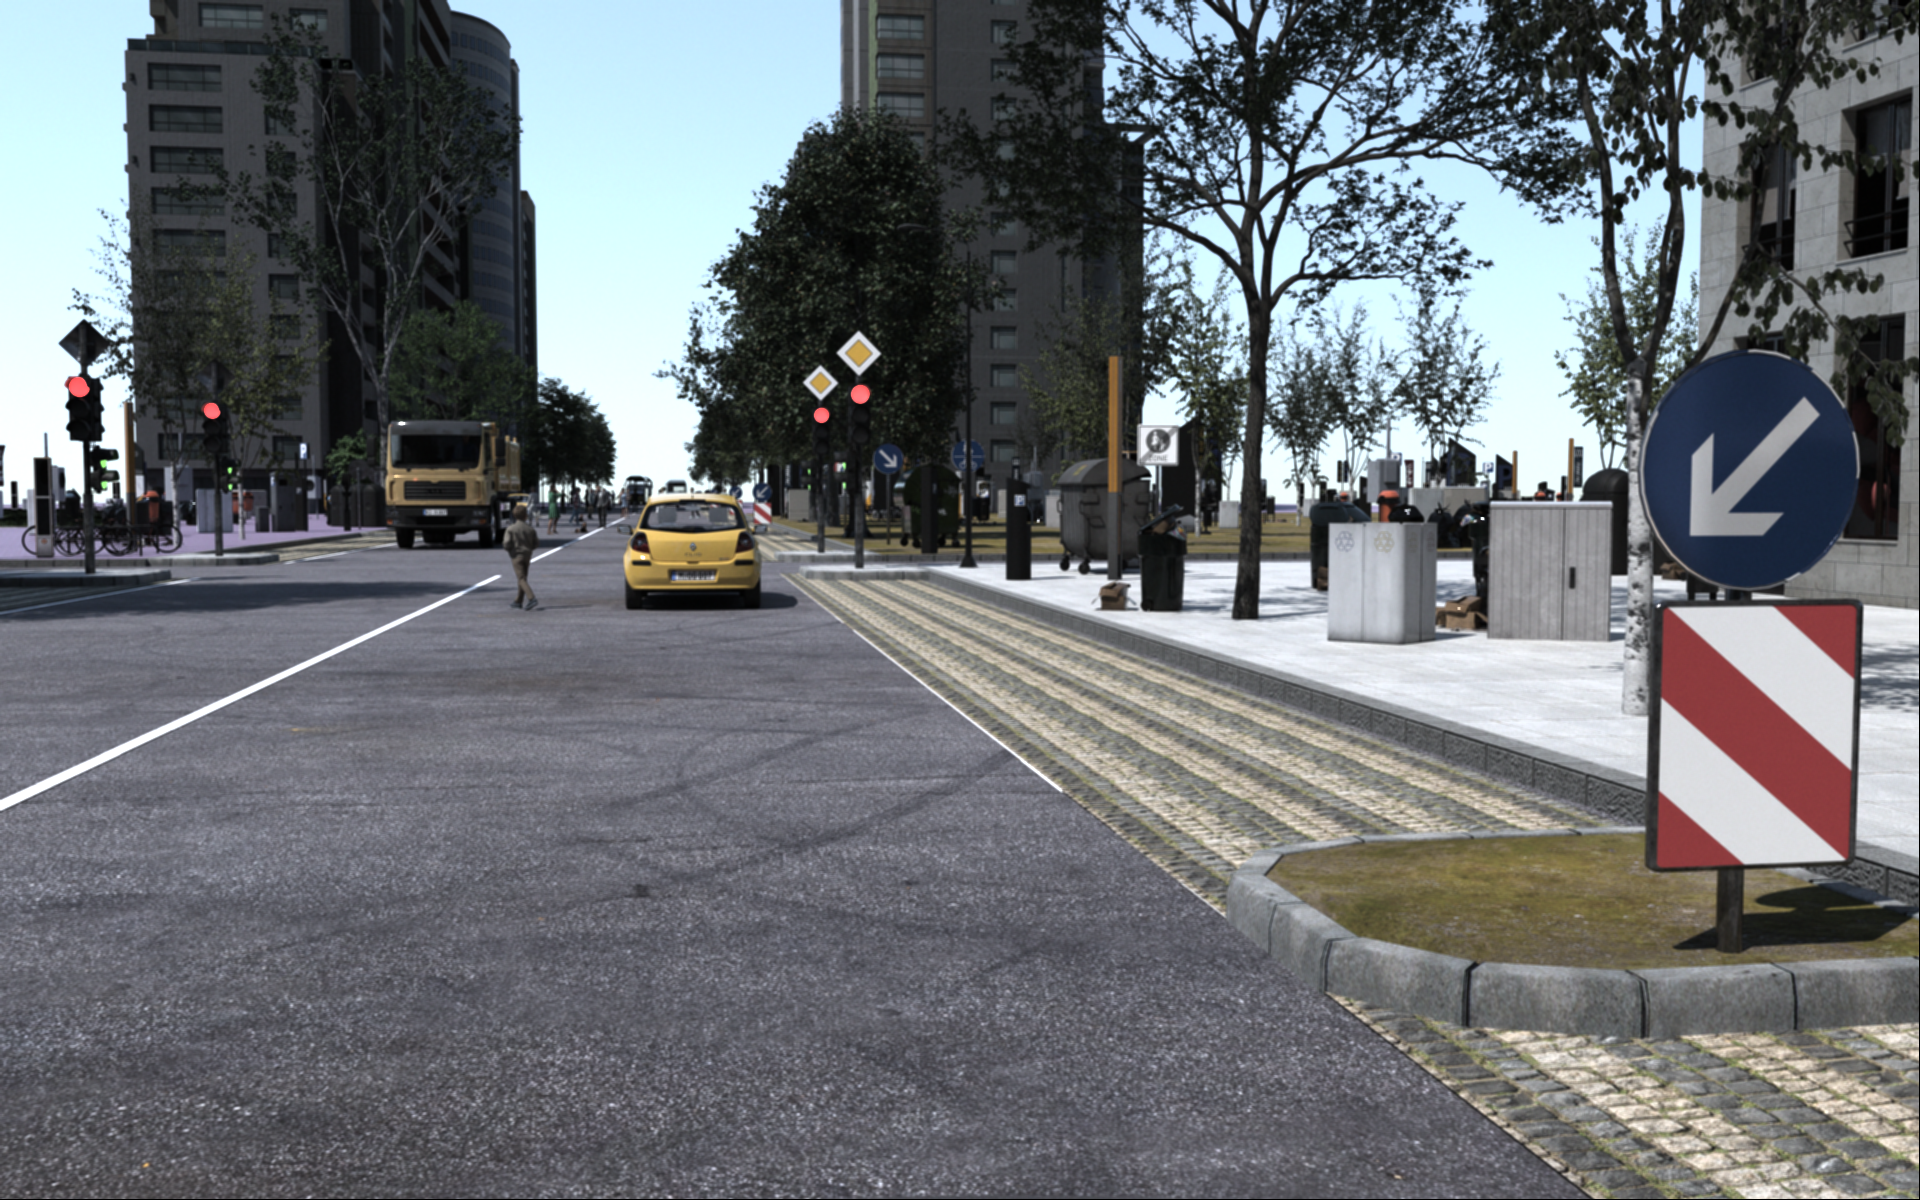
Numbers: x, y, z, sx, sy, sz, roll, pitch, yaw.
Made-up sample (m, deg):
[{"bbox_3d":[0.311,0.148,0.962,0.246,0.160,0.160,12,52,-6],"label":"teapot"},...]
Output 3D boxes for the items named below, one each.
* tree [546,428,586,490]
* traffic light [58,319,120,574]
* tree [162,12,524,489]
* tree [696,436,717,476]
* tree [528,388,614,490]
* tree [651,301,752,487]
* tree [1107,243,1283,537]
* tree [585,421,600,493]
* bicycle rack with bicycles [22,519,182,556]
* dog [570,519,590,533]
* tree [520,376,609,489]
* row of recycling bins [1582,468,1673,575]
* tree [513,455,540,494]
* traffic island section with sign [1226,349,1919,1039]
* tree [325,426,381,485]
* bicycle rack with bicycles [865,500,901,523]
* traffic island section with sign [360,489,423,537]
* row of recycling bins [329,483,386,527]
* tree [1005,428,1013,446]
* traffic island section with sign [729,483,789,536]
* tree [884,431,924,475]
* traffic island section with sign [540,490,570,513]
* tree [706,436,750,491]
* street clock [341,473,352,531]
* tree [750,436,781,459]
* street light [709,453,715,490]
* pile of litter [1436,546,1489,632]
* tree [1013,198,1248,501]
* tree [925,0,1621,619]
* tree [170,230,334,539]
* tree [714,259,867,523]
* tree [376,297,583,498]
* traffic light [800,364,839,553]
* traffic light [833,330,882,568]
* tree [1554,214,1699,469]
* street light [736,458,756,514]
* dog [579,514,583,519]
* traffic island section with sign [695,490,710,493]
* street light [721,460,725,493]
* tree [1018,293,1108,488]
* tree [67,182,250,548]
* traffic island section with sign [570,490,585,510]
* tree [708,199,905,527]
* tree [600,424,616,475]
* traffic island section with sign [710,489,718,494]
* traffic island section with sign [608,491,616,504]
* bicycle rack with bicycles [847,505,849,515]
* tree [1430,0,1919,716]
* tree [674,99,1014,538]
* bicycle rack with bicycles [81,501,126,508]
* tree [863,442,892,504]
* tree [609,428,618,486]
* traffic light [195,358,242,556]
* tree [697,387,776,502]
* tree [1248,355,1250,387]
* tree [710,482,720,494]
[{"bbox_3d":[-40.404,-13.844,176.716,4.360,8.622,3.978,0,3,0],"label":"tree"},{"bbox_3d":[-14.005,-2.379,27.810,0.839,4.253,0.868,-1,4,-9],"label":"traffic light"},{"bbox_3d":[-24.712,-13.102,70.112,12.611,20.169,13.585,0,3,0],"label":"tree"},{"bbox_3d":[-35.847,-20.247,256.789,9.928,11.665,9.643,0,3,0],"label":"tree"},{"bbox_3d":[-46.232,-18.336,206.444,9.857,13.997,8.962,0,3,0],"label":"tree"},{"bbox_3d":[-23.856,-19.315,171.681,12.611,20.169,13.585,0,3,0],"label":"tree"},{"bbox_3d":[7.366,-6.195,51.657,4.737,8.622,4.395,0,3,0],"label":"tree"},{"bbox_3d":[-31.923,-11.891,120.167,9.928,11.665,9.643,0,3,0],"label":"tree"},{"bbox_3d":[-18.196,-1.415,36.516,2.925,0.926,2.852,-1,4,-13],"label":"bicycle rack with bicycles"},{"bbox_3d":[-14.055,-2.680,64.016,0.748,0.427,0.550,-1,4,-13],"label":"dog"},{"bbox_3d":[-38.965,-15.250,167.460,7.486,12.596,7.792,0,3,0],"label":"tree"},{"bbox_3d":[11.763,-1.255,27.634,3.534,1.692,1.069,0,3,0],"label":"row of recycling bins"},{"bbox_3d":[-35.899,-9.662,141.688,4.285,4.588,4.351,0,3,0],"label":"tree"},{"bbox_3d":[1.943,0.191,5.509,1.989,1.847,2.006,-1,4,-9],"label":"traffic island section with sign"},{"bbox_3d":[-28.914,-6.119,83.765,4.285,4.588,4.351,0,3,0],"label":"tree"},{"bbox_3d":[-2.681,-3.948,77.925,2.925,0.926,2.852,-1,4,-21],"label":"bicycle rack with bicycles"},{"bbox_3d":[-19.032,-3.041,58.341,1.989,1.847,2.006,-1,4,-9],"label":"traffic island section with sign"},{"bbox_3d":[-23.622,-3.717,67.889,1.069,1.692,3.534,-3,5,-45],"label":"row of recycling bins"},{"bbox_3d":[5.062,-9.857,111.520,4.360,8.622,3.978,0,3,0],"label":"tree"},{"bbox_3d":[-7.026,-3.160,60.299,1.989,1.847,2.006,-1,4,-9],"label":"traffic island section with sign"},{"bbox_3d":[-3.546,-9.864,111.642,4.737,8.622,4.395,0,3,0],"label":"tree"},{"bbox_3d":[-31.412,-7.660,133.865,1.989,1.847,2.006,-1,4,-9],"label":"traffic island section with sign"},{"bbox_3d":[-20.117,-12.505,154.813,4.360,8.622,3.978,0,3,0],"label":"tree"},{"bbox_3d":[-21.288,-3.399,60.142,0.358,2.002,0.471,0,4,-6],"label":"street clock"},{"bbox_3d":[-11.572,-9.722,109.313,4.737,8.622,4.395,0,3,0],"label":"tree"},{"bbox_3d":[-27.545,-13.682,196.242,1.470,5.913,1.316,-1,4,-9],"label":"street light"},{"bbox_3d":[4.969,-0.176,16.850,1.176,0.858,1.719,2,4,26],"label":"pile of litter"},{"bbox_3d":[3.990,-5.583,41.653,4.360,8.622,3.978,0,3,0],"label":"tree"},{"bbox_3d":[3.277,-5.085,17.559,7.601,10.594,8.767,-1,4,-13],"label":"tree"},{"bbox_3d":[-20.103,-6.007,48.570,4.737,8.622,4.395,0,3,0],"label":"tree"},{"bbox_3d":[-6.957,-9.749,77.525,7.486,12.596,7.792,0,3,0],"label":"tree"},{"bbox_3d":[-26.801,-10.090,90.722,9.928,11.665,9.643,0,3,0],"label":"tree"},{"bbox_3d":[-3.049,-2.984,37.704,0.839,4.253,0.868,-1,4,-9],"label":"traffic light"},{"bbox_3d":[-1.759,-2.502,29.823,0.839,4.253,0.868,-1,4,-9],"label":"traffic light"},{"bbox_3d":[18.280,-5.816,45.453,4.737,8.622,4.395,0,3,0],"label":"tree"},{"bbox_3d":[-13.990,-8.636,113.734,1.470,5.913,1.316,-1,4,-9],"label":"street light"},{"bbox_3d":[-19.796,-4.257,89.791,0.748,0.427,0.550,-1,4,-10],"label":"dog"},{"bbox_3d":[-23.858,-9.447,163.086,1.989,1.847,2.006,-1,4,-9],"label":"traffic island section with sign"},{"bbox_3d":[-20.039,-10.903,150.802,1.470,5.913,1.316,-1,4,-9],"label":"street light"},{"bbox_3d":[4.482,-6.862,62.561,4.737,8.622,4.395,0,3,0],"label":"tree"},{"bbox_3d":[-18.734,-5.546,41.043,4.360,8.622,3.978,0,3,0],"label":"tree"},{"bbox_3d":[-35.776,-9.293,160.561,1.989,1.847,2.006,-1,4,-9],"label":"traffic island section with sign"},{"bbox_3d":[-4.999,-9.825,67.294,9.857,13.997,8.962,0,3,0],"label":"tree"},{"bbox_3d":[-50.510,-18.975,235.993,9.928,11.665,9.643,0,3,0],"label":"tree"},{"bbox_3d":[-11.379,-4.787,86.902,1.989,1.847,2.006,-1,4,-9],"label":"traffic island section with sign"},{"bbox_3d":[-49.201,-14.309,242.577,1.989,1.847,2.006,-1,4,-9],"label":"traffic island section with sign"},{"bbox_3d":[-5.535,-5.433,102.216,2.925,0.926,2.852,-1,4,-16],"label":"bicycle rack with bicycles"},{"bbox_3d":[3.897,-3.623,9.592,4.360,8.622,3.978,0,3,0],"label":"tree"},{"bbox_3d":[-3.073,-8.177,50.697,9.611,12.733,9.660,0,3,0],"label":"tree"},{"bbox_3d":[-43.258,-4.593,88.481,2.925,0.926,2.852,1,4,12],"label":"bicycle rack with bicycles"},{"bbox_3d":[-5.127,-8.886,95.644,4.360,8.622,3.978,0,3,0],"label":"tree"},{"bbox_3d":[-54.189,-20.770,257.709,7.486,12.596,7.792,0,3,0],"label":"tree"},{"bbox_3d":[-15.295,-2.861,35.690,0.839,4.253,0.868,-1,4,-9],"label":"traffic light"},{"bbox_3d":[-13.811,-11.239,118.168,8.767,10.594,7.601,0,4,-4],"label":"tree"},{"bbox_3d":[13.507,-7.284,69.463,4.360,8.622,3.978,0,3,0],"label":"tree"},{"bbox_3d":[-34.248,-15.296,244.687,1.663,3.219,1.824,0,3,0],"label":"tree"}]
